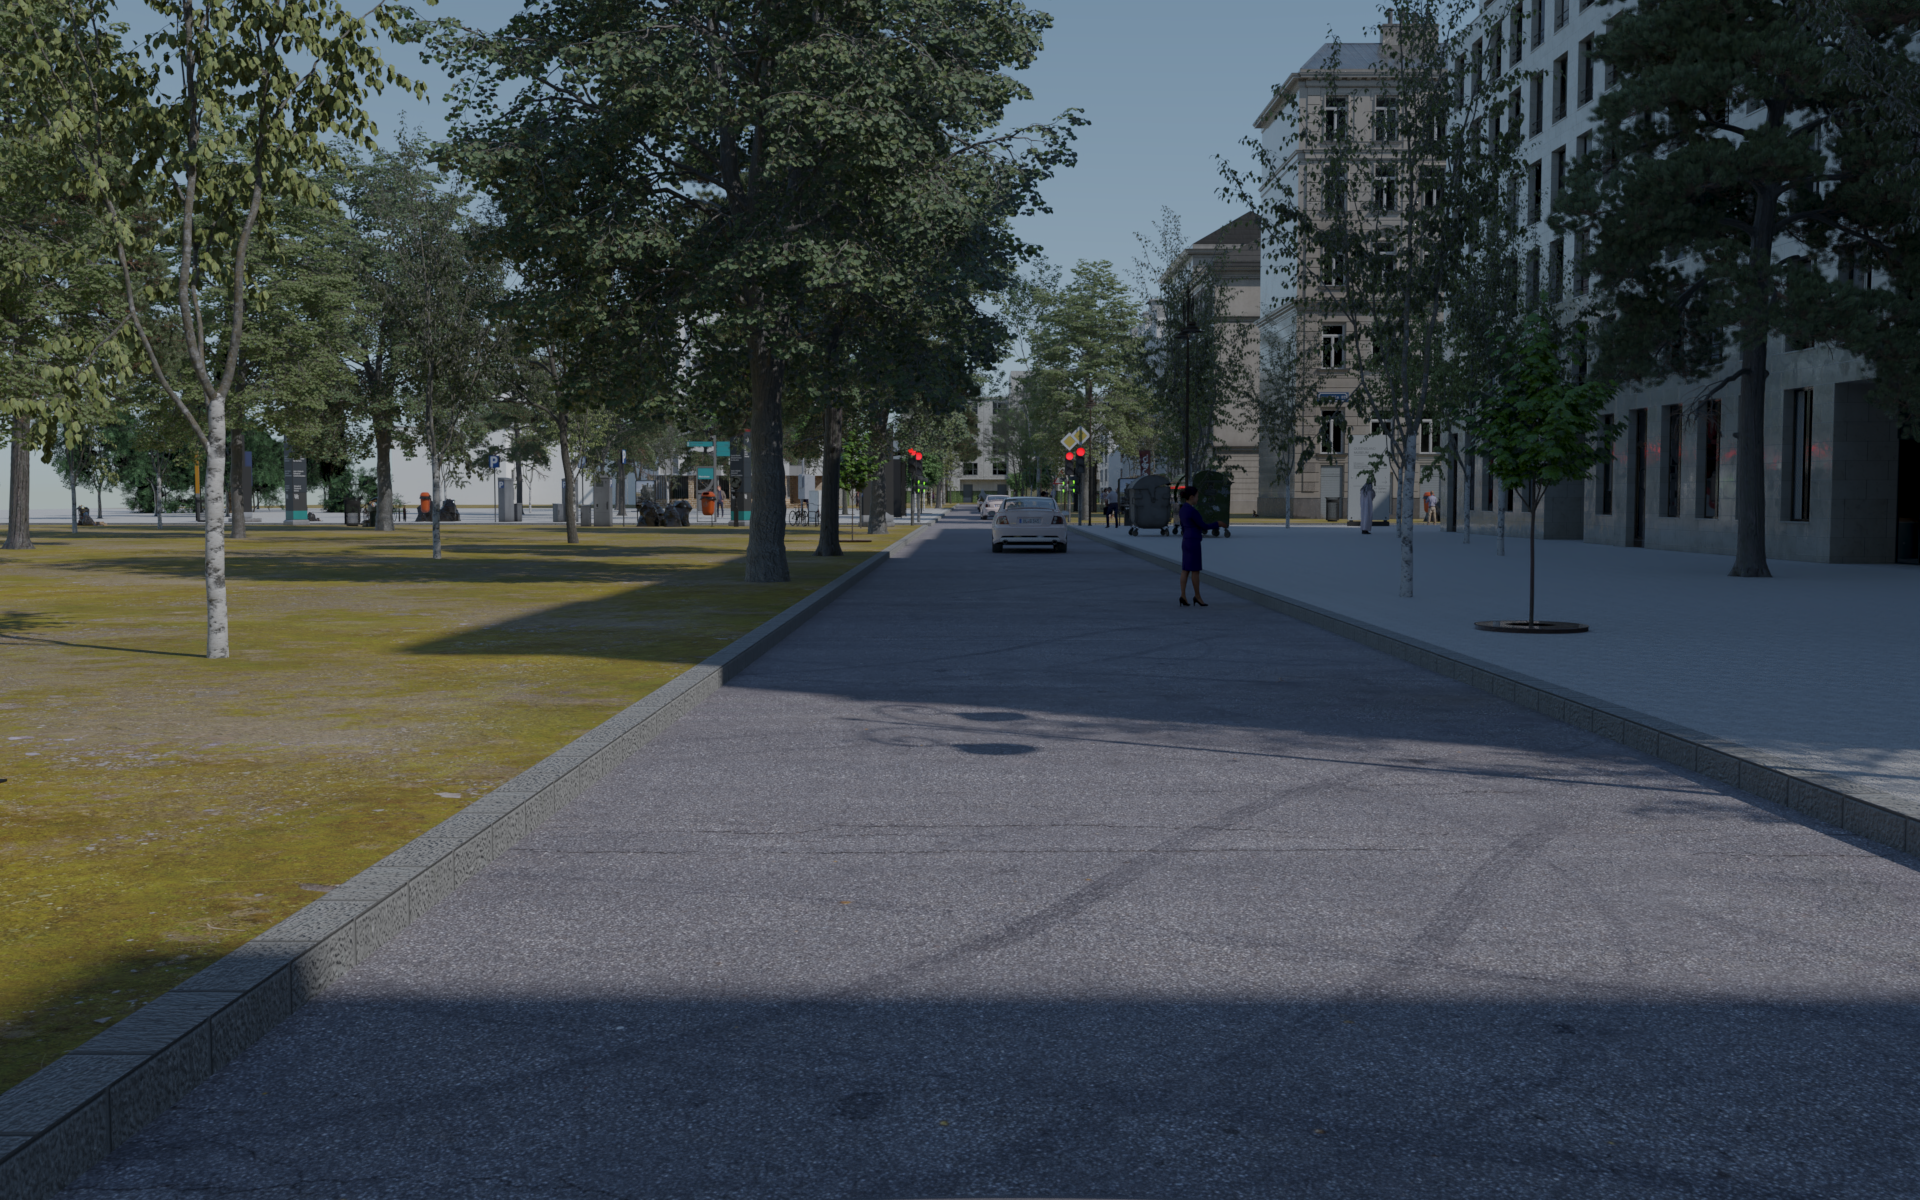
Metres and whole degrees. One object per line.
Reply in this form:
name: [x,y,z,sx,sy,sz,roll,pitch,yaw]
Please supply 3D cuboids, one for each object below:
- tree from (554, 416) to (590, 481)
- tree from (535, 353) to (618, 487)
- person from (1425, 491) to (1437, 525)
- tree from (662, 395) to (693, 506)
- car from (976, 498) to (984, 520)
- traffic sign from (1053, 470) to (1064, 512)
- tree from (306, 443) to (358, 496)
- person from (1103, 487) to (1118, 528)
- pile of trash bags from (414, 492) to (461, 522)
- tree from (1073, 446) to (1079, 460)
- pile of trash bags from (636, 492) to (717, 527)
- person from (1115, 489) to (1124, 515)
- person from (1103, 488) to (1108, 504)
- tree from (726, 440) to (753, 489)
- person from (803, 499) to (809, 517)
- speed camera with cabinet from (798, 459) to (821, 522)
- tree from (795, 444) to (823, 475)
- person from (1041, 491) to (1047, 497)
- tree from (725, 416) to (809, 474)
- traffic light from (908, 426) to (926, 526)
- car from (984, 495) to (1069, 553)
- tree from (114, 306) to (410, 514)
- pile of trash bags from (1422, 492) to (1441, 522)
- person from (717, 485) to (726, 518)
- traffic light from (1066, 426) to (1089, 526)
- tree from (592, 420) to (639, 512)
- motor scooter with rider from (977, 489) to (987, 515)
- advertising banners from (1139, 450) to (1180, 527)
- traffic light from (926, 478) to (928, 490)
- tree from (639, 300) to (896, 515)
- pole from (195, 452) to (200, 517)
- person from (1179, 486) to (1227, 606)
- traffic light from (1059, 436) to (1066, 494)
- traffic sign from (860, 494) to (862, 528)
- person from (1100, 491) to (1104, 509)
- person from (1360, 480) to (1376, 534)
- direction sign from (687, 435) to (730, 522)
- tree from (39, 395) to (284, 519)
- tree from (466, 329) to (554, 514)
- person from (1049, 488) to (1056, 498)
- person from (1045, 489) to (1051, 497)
tree: [-19.945,-10.993,101.796,6.751,12.117,7.091,0,3,0]
tree: [-18.799,-8.166,83.882,4.737,8.622,4.395,0,3,0]
person: [20.235,-3.904,74.393,0.516,1.574,0.319,0,4,-7]
tree: [-20.944,-10.298,118.735,4.360,8.622,3.978,0,3,0]
car: [2.119,-5.179,97.032,2.083,1.381,4.827,0,4,-1]
traffic sign: [5.434,-5.691,93.049,0.884,2.594,0.081,1,4,9]
tree: [-54.247,-10.710,138.020,20.602,7.101,11.467,2,4,35]
person: [5.684,-3.491,65.334,0.614,1.554,0.590,-3,4,-36]
pile of trash bags: [-24.320,-4.303,80.111,1.912,1.369,3.447,0,4,-2]
tree: [11.445,-12.152,149.044,4.360,8.622,3.978,0,3,0]
pile of trash bags: [-11.055,-3.560,67.952,3.447,1.369,1.912,2,4,25]
person: [10.027,-6.214,108.446,0.445,1.727,0.742,2,4,30]
person: [9.502,-6.356,111.425,0.517,1.644,0.566,-1,4,-23]
tree: [-15.149,-10.837,127.551,4.360,8.622,3.978,0,3,0]
person: [-8.539,-5.527,97.235,0.431,1.722,0.655,-3,5,-40]
speed camera with cabinet: [-6.760,-5.236,79.943,0.660,3.252,2.038,-2,4,-32]
tree: [-12.921,-12.189,149.646,4.360,8.622,3.978,0,3,0]
person: [2.827,-2.842,57.340,0.453,1.535,0.546,1,4,18]
tree: [-14.594,-13.840,133.709,7.806,13.903,7.818,0,3,0]
traffic light: [-1.913,-4.953,70.219,0.839,4.213,0.868,0,4,0]
car: [1.737,-1.919,43.739,2.083,1.381,4.827,0,4,2]
tree: [-48.091,-13.297,119.221,18.604,14.587,13.155,-2,4,-26]
pile of trash bags: [22.177,-4.275,79.655,1.912,1.369,3.447,3,5,39]
person: [-13.210,-5.384,94.609,0.617,1.759,0.750,1,4,20]
traffic light: [4.848,-4.950,70.183,0.839,4.213,0.868,0,4,0]
tree: [-23.708,-12.322,127.212,9.928,11.665,9.643,0,3,0]
motor scooter with rider: [1.510,-6.251,111.176,0.876,1.779,1.986,0,4,1]
advertising banners: [8.005,-4.425,68.544,2.074,3.025,0.090,2,4,31]
traffic light: [-1.851,-5.441,78.204,0.839,4.213,0.868,0,4,0]
tree: [-9.890,-9.888,87.418,9.928,11.665,9.643,0,3,0]
pole: [-36.039,-5.383,81.856,0.158,3.312,0.155,0,3,0]
person: [3.053,-0.688,22.127,0.546,1.535,0.453,-3,4,-37]
traffic light: [4.910,-5.439,78.168,0.839,4.213,0.868,0,4,0]
traffic sign: [-3.721,-3.967,64.868,0.884,2.594,0.081,0,4,3]
person: [11.902,-8.346,144.558,0.319,1.574,0.516,-1,4,-23]
person: [13.058,-2.983,55.476,0.551,1.740,0.621,2,4,27]
direction sign: [-11.111,-5.531,79.194,2.525,3.948,1.411,0,4,1]
tree: [-44.100,-8.233,97.514,11.467,7.101,20.602,-1,4,-19]
tree: [-27.778,-11.424,108.844,6.751,12.117,7.091,0,3,0]
person: [7.986,-8.806,149.893,0.709,1.838,0.599,-3,5,-39]
person: [7.487,-8.688,148.888,0.445,1.727,0.742,2,4,28]
